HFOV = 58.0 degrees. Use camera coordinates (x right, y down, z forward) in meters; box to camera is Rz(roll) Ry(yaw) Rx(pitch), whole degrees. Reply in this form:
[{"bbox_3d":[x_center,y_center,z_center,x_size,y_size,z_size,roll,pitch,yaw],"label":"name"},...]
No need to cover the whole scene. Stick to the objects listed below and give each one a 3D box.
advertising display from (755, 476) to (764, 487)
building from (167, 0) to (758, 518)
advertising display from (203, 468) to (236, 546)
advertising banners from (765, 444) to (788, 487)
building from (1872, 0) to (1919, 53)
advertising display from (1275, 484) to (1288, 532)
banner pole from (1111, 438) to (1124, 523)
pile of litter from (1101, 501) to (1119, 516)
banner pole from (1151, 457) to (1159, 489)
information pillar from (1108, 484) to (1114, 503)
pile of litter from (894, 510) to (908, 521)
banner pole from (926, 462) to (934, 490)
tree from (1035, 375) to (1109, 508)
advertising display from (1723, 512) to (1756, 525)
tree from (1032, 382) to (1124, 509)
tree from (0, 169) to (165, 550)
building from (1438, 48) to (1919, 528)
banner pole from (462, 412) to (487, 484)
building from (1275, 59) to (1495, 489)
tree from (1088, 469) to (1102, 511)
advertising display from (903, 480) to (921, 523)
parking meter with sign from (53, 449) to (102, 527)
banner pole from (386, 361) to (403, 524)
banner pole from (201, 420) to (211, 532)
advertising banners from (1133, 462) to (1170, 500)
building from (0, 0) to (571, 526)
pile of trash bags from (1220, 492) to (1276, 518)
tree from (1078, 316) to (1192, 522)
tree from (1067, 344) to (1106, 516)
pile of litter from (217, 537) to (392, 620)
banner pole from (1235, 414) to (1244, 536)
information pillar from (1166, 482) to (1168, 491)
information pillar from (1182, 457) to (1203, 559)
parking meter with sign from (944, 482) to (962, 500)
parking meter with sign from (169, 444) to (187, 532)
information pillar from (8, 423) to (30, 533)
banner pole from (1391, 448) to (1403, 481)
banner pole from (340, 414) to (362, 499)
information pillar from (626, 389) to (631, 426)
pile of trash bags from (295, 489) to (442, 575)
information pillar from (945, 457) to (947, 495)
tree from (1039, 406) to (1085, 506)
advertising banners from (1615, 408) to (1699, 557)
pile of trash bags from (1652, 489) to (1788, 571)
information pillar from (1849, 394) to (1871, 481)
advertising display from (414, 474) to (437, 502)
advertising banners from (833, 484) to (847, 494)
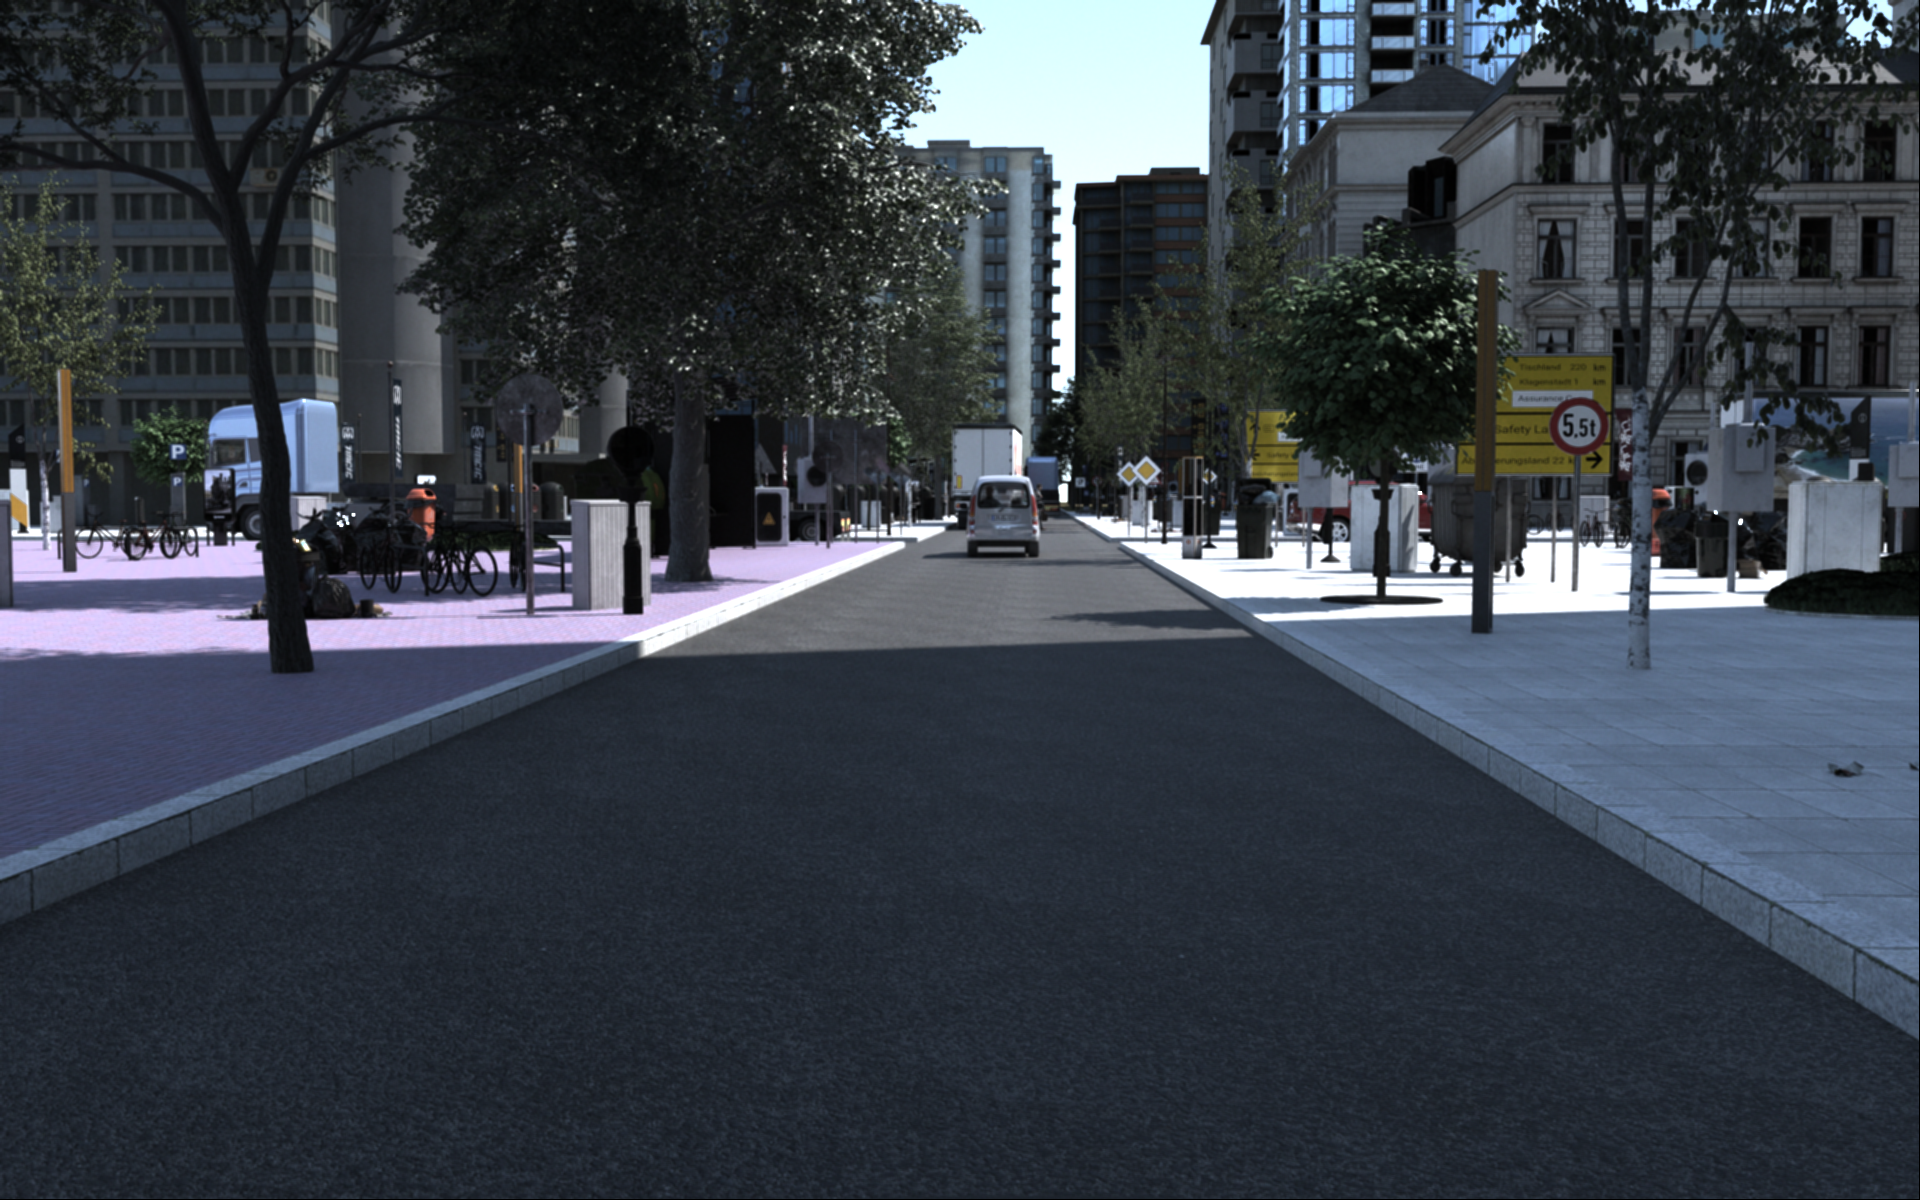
[{"bbox_3d":[-7.385,-3.580,63.741,0.123,1.923,0.974,1,4,9],"label":"advertising display"},{"bbox_3d":[-30.184,-25.841,114.383,32.217,40.220,23.993,0,4,2],"label":"building"},{"bbox_3d":[-18.392,-2.313,43.030,0.974,1.923,0.123,2,4,24],"label":"advertising display"},{"bbox_3d":[-6.337,-3.915,60.194,0.090,3.025,2.074,1,4,15],"label":"advertising banners"},{"bbox_3d":[52.109,-17.317,70.518,23.554,28.519,14.401,0,4,2],"label":"building"},{"bbox_3d":[10.961,-3.297,59.115,0.123,1.923,0.974,-1,4,-8],"label":"advertising display"},{"bbox_3d":[6.983,-5.286,76.437,0.401,3.779,0.863,3,4,38],"label":"banner pole"},{"bbox_3d":[8.938,-5.285,100.367,1.719,0.858,1.176,-1,4,-13],"label":"pile of litter"},{"bbox_3d":[12.692,-7.487,112.435,0.863,3.779,0.401,-2,4,-32],"label":"banner pole"},{"bbox_3d":[10.929,-7.390,125.314,0.304,2.012,0.304,-2,4,-35],"label":"information pillar"},{"bbox_3d":[-2.694,-4.159,81.964,1.176,0.858,1.719,1,4,18],"label":"pile of litter"},{"bbox_3d":[-2.154,-8.095,122.367,0.863,3.779,0.401,3,5,39],"label":"banner pole"},{"bbox_3d":[11.104,-15.080,164.680,7.486,12.596,7.792,0,3,0],"label":"tree"},{"bbox_3d":[17.234,-2.046,38.660,0.974,1.923,0.123,2,4,35],"label":"advertising display"},{"bbox_3d":[9.654,-12.834,144.249,8.767,10.594,7.601,-2,4,-34],"label":"tree"},{"bbox_3d":[-20.623,-5.435,39.222,4.737,8.622,4.395,0,3,0],"label":"tree"},{"bbox_3d":[30.204,-12.570,70.141,19.286,19.102,10.561,0,4,2],"label":"building"},{"bbox_3d":[-14.953,-3.864,53.193,0.863,3.779,0.401,0,4,-5],"label":"banner pole"},{"bbox_3d":[29.175,-20.003,114.442,14.401,28.519,23.554,0,4,2],"label":"building"},{"bbox_3d":[10.116,-8.402,131.971,1.663,3.219,1.824,0,3,0],"label":"tree"},{"bbox_3d":[-2.126,-4.380,76.830,0.974,1.923,0.123,-3,5,-41],"label":"advertising display"},{"bbox_3d":[-33.991,-4.316,66.819,1.738,3.016,0.543,1,4,13],"label":"parking meter with sign"},{"bbox_3d":[-10.745,-2.628,32.982,0.401,3.779,0.863,0,4,2],"label":"banner pole"},{"bbox_3d":[-25.488,-4.218,58.988,0.401,3.779,0.863,1,4,22],"label":"banner pole"},{"bbox_3d":[10.417,-6.008,94.413,2.074,3.025,0.090,-1,4,-8],"label":"advertising banners"},{"bbox_3d":[-31.181,-23.659,78.699,32.217,40.220,23.993,0,4,2],"label":"building"},{"bbox_3d":[15.378,-5.070,92.654,3.447,1.369,1.912,1,4,19],"label":"pile of trash bags"},{"bbox_3d":[7.593,-7.474,72.562,4.360,8.622,3.978,0,3,0],"label":"tree"},{"bbox_3d":[6.810,-7.088,66.248,4.737,8.622,4.395,0,3,0],"label":"tree"},{"bbox_3d":[-6.876,-0.257,18.165,1.719,0.858,1.176,1,4,16],"label":"pile of litter"},{"bbox_3d":[8.529,-3.814,52.369,0.401,3.779,0.863,1,4,9],"label":"banner pole"},{"bbox_3d":[12.423,-6.141,104.900,0.304,2.012,0.304,0,4,-7],"label":"information pillar"},{"bbox_3d":[4.598,-1.821,34.257,0.304,2.012,0.304,3,4,37],"label":"information pillar"},{"bbox_3d":[-0.681,-7.017,110.989,1.738,3.016,0.543,1,4,13],"label":"parking meter with sign"},{"bbox_3d":[-26.890,-3.868,59.505,0.543,3.016,1.738,-1,4,-21],"label":"parking meter with sign"},{"bbox_3d":[-30.839,-3.998,56.729,0.504,3.616,0.183,-3,5,-41],"label":"information pillar"},{"bbox_3d":[9.734,-2.993,38.959,0.401,3.779,0.863,-1,4,-21],"label":"banner pole"},{"bbox_3d":[-18.968,-3.924,54.169,0.401,3.779,0.863,3,5,39],"label":"banner pole"},{"bbox_3d":[-7.364,-2.886,38.547,0.183,3.616,0.504,-1,4,-10],"label":"information pillar"},{"bbox_3d":[-9.677,-1.172,28.908,1.912,1.369,3.447,1,4,10],"label":"pile of trash bags"},{"bbox_3d":[-0.900,-7.236,109.662,0.183,3.616,0.504,0,4,3],"label":"information pillar"},{"bbox_3d":[11.994,-15.844,184.807,9.928,11.665,9.643,0,3,0],"label":"tree"},{"bbox_3d":[14.244,-2.403,35.475,2.074,3.025,0.090,-1,4,-17],"label":"advertising banners"},{"bbox_3d":[13.017,-1.262,30.382,1.912,1.369,3.447,-1,4,-13],"label":"pile of trash bags"},{"bbox_3d":[21.216,-3.027,40.850,0.183,3.616,0.504,-1,4,-22],"label":"information pillar"},{"bbox_3d":[-17.270,-3.107,56.018,0.123,1.923,0.974,1,4,22],"label":"advertising display"},{"bbox_3d":[-6.352,-5.971,93.807,0.090,3.025,2.074,2,4,32],"label":"advertising banners"}]
